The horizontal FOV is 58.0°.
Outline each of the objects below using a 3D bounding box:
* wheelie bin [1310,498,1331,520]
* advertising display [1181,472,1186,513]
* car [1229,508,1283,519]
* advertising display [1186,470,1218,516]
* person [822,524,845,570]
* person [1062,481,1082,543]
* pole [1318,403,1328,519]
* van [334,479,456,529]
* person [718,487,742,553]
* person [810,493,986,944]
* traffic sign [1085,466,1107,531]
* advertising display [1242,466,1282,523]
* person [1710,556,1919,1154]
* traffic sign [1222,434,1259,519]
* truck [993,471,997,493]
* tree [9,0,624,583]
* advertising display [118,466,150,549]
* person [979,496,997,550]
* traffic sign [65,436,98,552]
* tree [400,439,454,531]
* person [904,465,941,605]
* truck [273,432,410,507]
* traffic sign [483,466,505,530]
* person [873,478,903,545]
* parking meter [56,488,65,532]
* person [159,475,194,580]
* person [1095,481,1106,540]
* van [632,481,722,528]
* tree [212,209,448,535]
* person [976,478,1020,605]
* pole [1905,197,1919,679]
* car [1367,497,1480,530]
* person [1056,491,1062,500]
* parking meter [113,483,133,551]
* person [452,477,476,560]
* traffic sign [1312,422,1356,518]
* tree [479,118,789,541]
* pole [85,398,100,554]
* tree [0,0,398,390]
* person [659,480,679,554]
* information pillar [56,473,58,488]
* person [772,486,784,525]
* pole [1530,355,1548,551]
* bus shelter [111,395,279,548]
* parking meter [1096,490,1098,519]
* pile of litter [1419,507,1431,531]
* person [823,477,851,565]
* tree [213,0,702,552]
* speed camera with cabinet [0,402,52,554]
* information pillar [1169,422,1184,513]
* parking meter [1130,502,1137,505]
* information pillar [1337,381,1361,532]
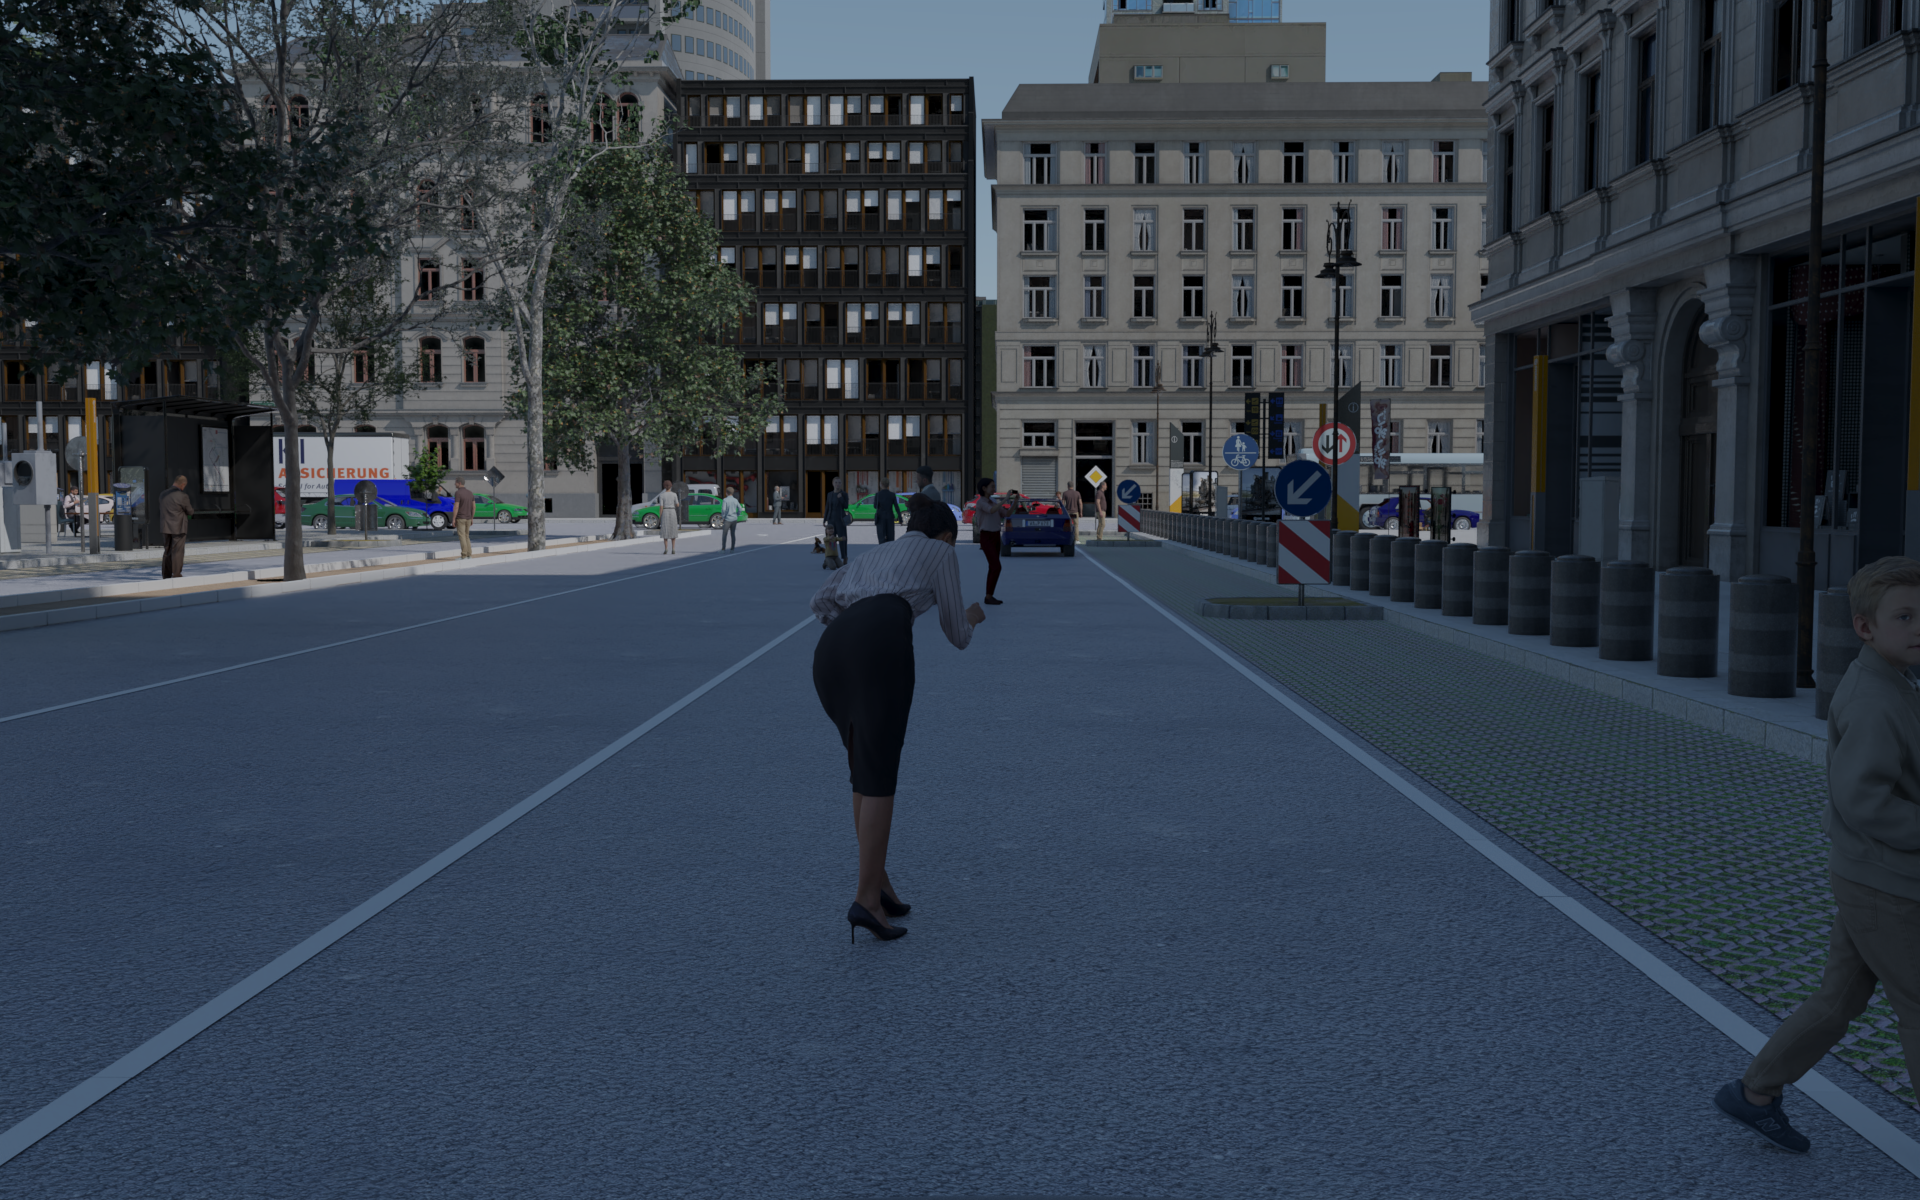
[{"bbox_3d":[12.225,-3.101,58.602,0.980,1.594,0.693,0,4,-7],"label":"wheelie bin"},{"bbox_3d":[7.077,-2.835,51.571,0.974,1.923,0.123,1,4,19],"label":"advertising display"},{"bbox_3d":[12.999,-3.796,71.652,3.694,1.707,1.945,0,4,1],"label":"car"},{"bbox_3d":[6.646,-2.570,47.231,0.974,1.923,0.123,-2,4,-35],"label":"advertising display"},{"bbox_3d":[-2.386,-1.000,32.778,0.347,0.859,0.695,-2,4,-24],"label":"person"},{"bbox_3d":[3.229,-2.529,49.972,0.598,1.807,0.434,1,4,9],"label":"person"},{"bbox_3d":[8.187,-2.769,39.109,0.158,3.312,0.155,0,3,0],"label":"pole"},{"bbox_3d":[-22.751,-4.049,70.592,5.245,2.365,2.240,0,4,0],"label":"van"},{"bbox_3d":[-5.573,-1.935,41.954,0.589,1.601,0.330,-2,4,-31],"label":"person"},{"bbox_3d":[-0.185,0.361,5.782,0.628,1.438,0.799,0,4,-6],"label":"person"},{"bbox_3d":[4.760,-3.492,60.742,0.795,2.450,0.064,0,4,1],"label":"traffic sign"},{"bbox_3d":[6.996,-2.142,40.243,0.974,1.923,0.123,1,4,15],"label":"advertising display"},{"bbox_3d":[1.946,0.558,3.654,0.640,1.303,0.475,1,4,22],"label":"person"},{"bbox_3d":[5.937,-2.238,36.705,0.768,2.556,0.104,1,4,9],"label":"traffic sign"},{"bbox_3d":[5.052,-12.508,194.269,2.967,4.110,18.799,0,4,0],"label":"truck"},{"bbox_3d":[-10.824,-7.026,27.698,12.009,13.543,11.850,0,3,0],"label":"tree"},{"bbox_3d":[-19.241,-2.150,40.374,0.974,1.923,0.123,2,4,30],"label":"advertising display"},{"bbox_3d":[0.723,-2.079,44.557,0.516,1.574,0.319,0,4,6],"label":"person"},{"bbox_3d":[-19.308,-2.321,38.056,0.768,2.556,0.104,0,4,7],"label":"traffic sign"},{"bbox_3d":[-18.827,-4.057,60.927,1.663,3.219,1.824,0,3,0],"label":"tree"},{"bbox_3d":[-0.487,-0.848,22.539,0.466,1.800,0.511,0,4,6],"label":"person"},{"bbox_3d":[-31.281,-5.551,79.671,11.283,4.237,2.839,0,4,0],"label":"truck"},{"bbox_3d":[-16.477,-3.524,61.267,0.795,2.450,0.064,0,4,1],"label":"traffic sign"},{"bbox_3d":[-1.505,-1.646,35.829,0.576,1.772,0.534,-2,4,-32],"label":"person"},{"bbox_3d":[-30.158,-3.030,57.950,0.372,1.533,0.369,0,3,0],"label":"parking meter"},{"bbox_3d":[-12.961,-1.193,28.688,0.565,1.739,0.600,0,4,-8],"label":"person"},{"bbox_3d":[4.234,-2.628,51.589,0.434,1.807,0.598,1,4,23],"label":"person"},{"bbox_3d":[-12.075,-4.046,73.156,4.112,2.044,2.013,0,4,0],"label":"van"},{"bbox_3d":[-19.938,-7.314,53.998,8.767,10.594,7.601,1,4,16],"label":"tree"},{"bbox_3d":[0.482,-0.772,22.584,0.517,1.644,0.566,-1,4,-21],"label":"person"},{"bbox_3d":[6.658,-1.108,11.963,0.158,3.312,0.155,0,3,0],"label":"pole"},{"bbox_3d":[17.026,-3.117,63.545,3.894,1.354,1.945,0,4,1],"label":"car"},{"bbox_3d":[3.384,-2.914,58.618,0.387,1.526,0.523,3,4,38],"label":"person"},{"bbox_3d":[-18.892,-1.876,39.081,0.372,1.533,0.369,0,3,0],"label":"parking meter"},{"bbox_3d":[-10.715,-1.753,37.297,0.434,1.807,0.598,3,4,37],"label":"person"},{"bbox_3d":[6.610,-1.869,30.657,0.768,2.556,0.104,1,4,10],"label":"traffic sign"},{"bbox_3d":[-10.268,-8.150,52.725,9.611,12.733,9.660,0,3,0],"label":"tree"},{"bbox_3d":[-18.465,-2.632,36.876,0.158,3.312,0.155,0,3,0],"label":"pole"},{"bbox_3d":[-10.943,-5.941,16.609,9.611,12.733,9.660,0,3,0],"label":"tree"},{"bbox_3d":[-6.923,-1.964,41.178,0.480,1.755,0.524,-1,4,-21],"label":"person"},{"bbox_3d":[-31.786,-3.438,60.700,0.304,2.012,0.304,-2,4,-25],"label":"information pillar"},{"bbox_3d":[-8.501,-4.438,81.244,0.590,1.801,0.661,0,4,4],"label":"person"},{"bbox_3d":[8.547,-1.941,25.581,0.158,3.312,0.155,0,3,0],"label":"pole"},{"bbox_3d":[-19.258,-3.235,44.180,1.731,3.624,6.357,0,4,2],"label":"bus shelter"},{"bbox_3d":[7.115,-4.877,88.155,0.372,1.533,0.369,0,3,0],"label":"parking meter"},{"bbox_3d":[16.133,-2.841,60.408,1.719,0.858,1.176,-3,4,-38],"label":"pile of litter"},{"bbox_3d":[-2.466,-1.574,34.653,0.576,1.772,0.534,0,4,-1],"label":"person"},{"bbox_3d":[-11.231,-11.191,41.327,12.611,20.169,13.585,0,3,0],"label":"tree"},{"bbox_3d":[-20.390,-2.620,37.170,2.038,3.252,0.660,1,4,20],"label":"speed camera with cabinet"},{"bbox_3d":[7.040,-3.983,56.469,0.504,3.616,0.183,-1,4,-18],"label":"information pillar"},{"bbox_3d":[8.962,-4.981,89.848,0.372,1.533,0.369,0,3,0],"label":"parking meter"},{"bbox_3d":[8.054,-2.722,35.862,0.504,3.616,0.183,1,4,13],"label":"information pillar"}]
